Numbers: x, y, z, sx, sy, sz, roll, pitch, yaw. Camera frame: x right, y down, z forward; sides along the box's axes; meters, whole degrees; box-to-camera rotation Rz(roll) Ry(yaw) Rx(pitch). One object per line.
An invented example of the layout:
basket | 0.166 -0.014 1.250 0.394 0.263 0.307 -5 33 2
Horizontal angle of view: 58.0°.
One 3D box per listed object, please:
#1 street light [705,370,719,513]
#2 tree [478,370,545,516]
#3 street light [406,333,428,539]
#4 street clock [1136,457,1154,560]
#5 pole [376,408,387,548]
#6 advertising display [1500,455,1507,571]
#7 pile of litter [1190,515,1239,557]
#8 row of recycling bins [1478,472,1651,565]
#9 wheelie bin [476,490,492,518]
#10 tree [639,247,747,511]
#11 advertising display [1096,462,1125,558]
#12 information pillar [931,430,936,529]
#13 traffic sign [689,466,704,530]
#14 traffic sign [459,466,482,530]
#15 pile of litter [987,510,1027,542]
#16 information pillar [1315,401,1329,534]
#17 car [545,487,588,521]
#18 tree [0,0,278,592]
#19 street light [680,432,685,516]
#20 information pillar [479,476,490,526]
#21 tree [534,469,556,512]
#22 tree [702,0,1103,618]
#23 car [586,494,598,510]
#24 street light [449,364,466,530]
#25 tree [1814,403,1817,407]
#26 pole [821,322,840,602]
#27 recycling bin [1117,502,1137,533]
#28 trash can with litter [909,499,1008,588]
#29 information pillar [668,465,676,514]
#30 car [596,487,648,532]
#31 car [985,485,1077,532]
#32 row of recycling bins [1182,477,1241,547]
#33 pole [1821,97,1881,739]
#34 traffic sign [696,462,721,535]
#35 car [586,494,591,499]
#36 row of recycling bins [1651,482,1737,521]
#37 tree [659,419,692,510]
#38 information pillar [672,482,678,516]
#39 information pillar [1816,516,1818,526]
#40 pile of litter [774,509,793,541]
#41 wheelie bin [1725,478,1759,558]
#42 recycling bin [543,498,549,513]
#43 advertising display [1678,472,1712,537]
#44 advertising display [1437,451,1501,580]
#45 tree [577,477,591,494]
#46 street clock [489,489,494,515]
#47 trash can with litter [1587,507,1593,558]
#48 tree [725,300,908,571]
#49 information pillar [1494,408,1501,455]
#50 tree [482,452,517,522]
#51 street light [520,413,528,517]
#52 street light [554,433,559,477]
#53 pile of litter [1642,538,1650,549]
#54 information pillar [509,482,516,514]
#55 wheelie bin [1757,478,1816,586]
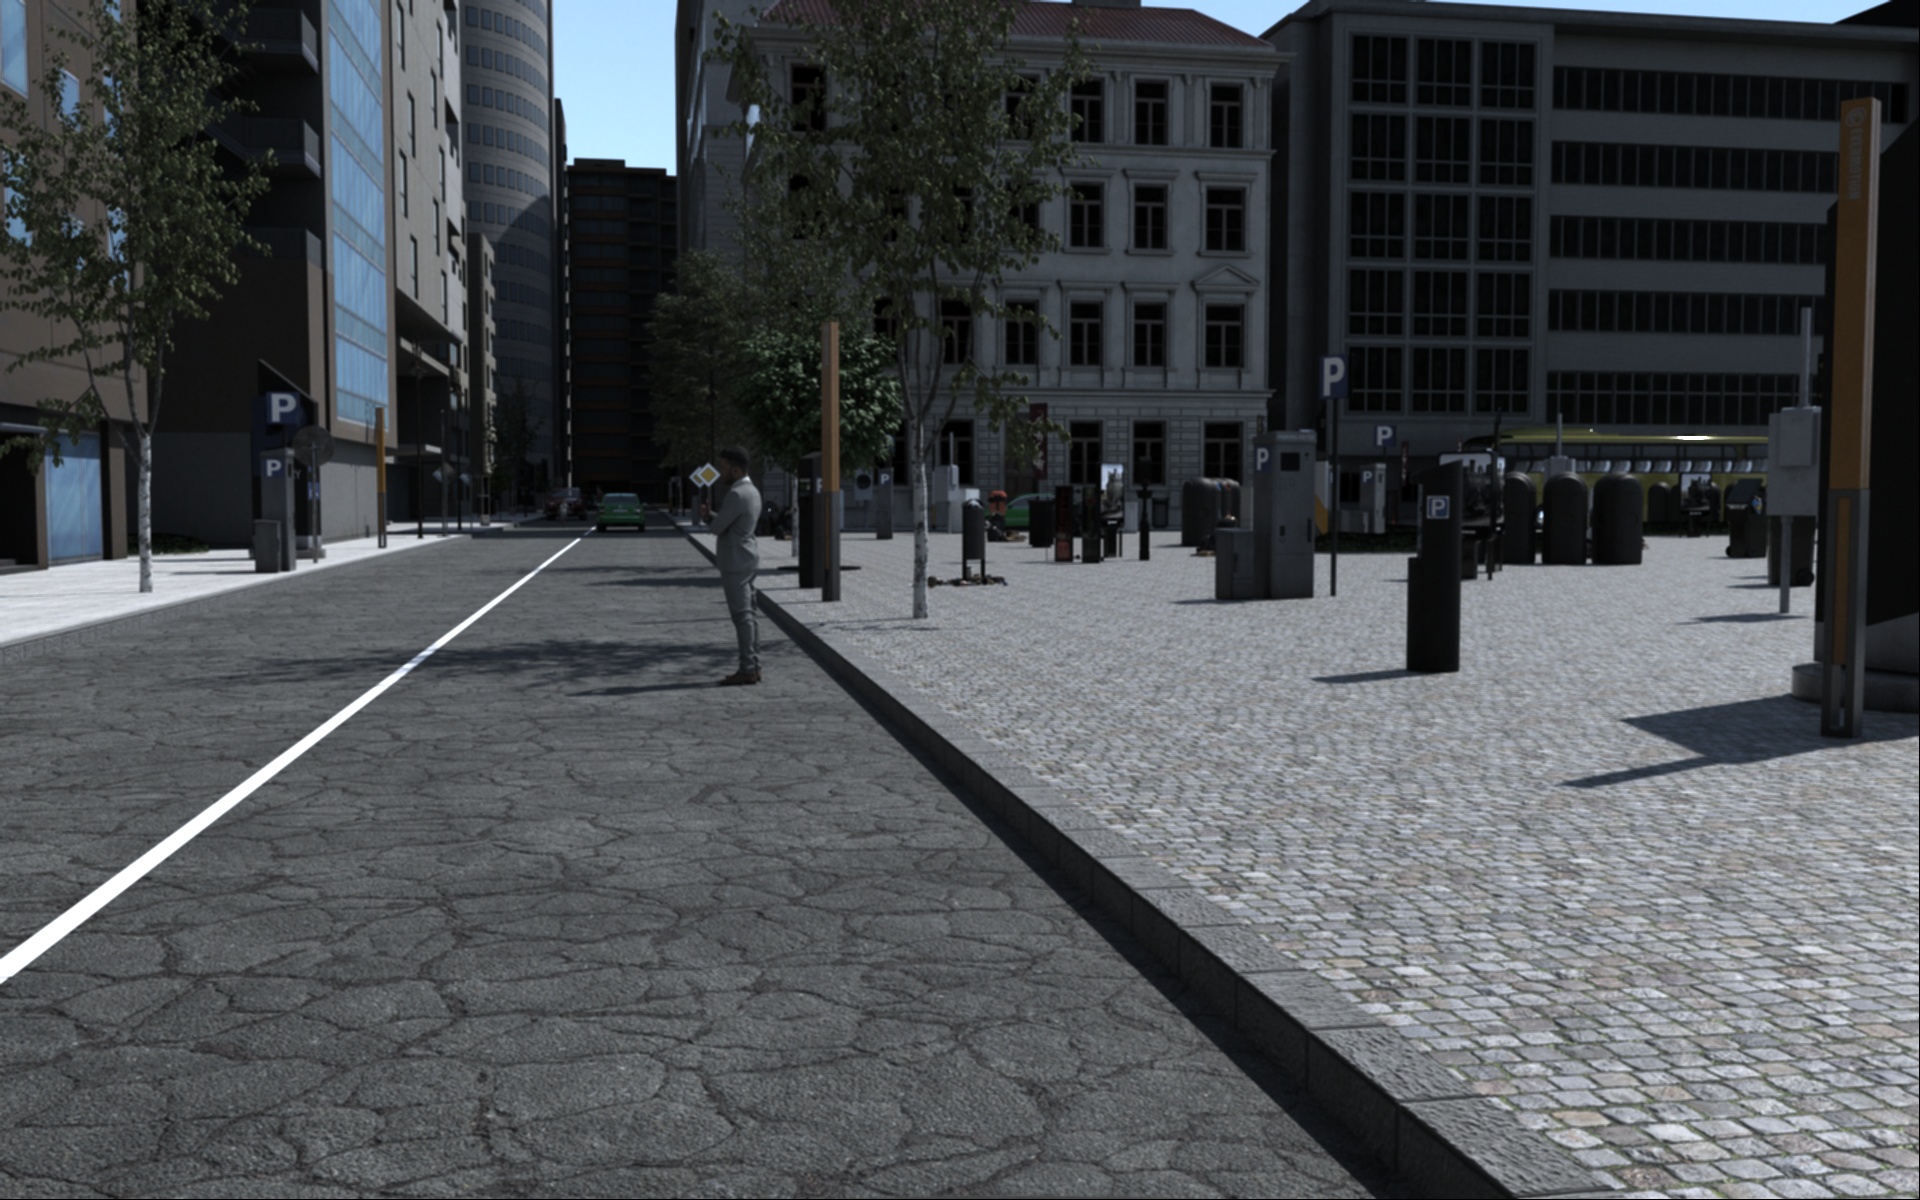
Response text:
street light | -9.196 -5.602 64.385 0.468 5.910 1.993 -1 4 -10
tree | -26.783 -9.361 103.416 4.737 8.622 4.395 0 3 0
street light | -15.593 -4.715 49.879 0.468 5.910 1.993 -1 4 -10
street clock | 3.573 -1.770 33.511 0.358 2.002 0.471 0 4 3
pole | -13.709 -2.885 41.021 0.158 3.312 0.155 0 3 0
advertising display | 8.786 -1.421 28.442 0.123 1.923 0.974 2 4 30
pile of litter | 5.631 -1.339 35.854 1.719 0.858 1.176 0 4 8
row of recycling bins | 10.740 -1.523 32.019 3.534 1.692 1.069 1 4 14
wheelie bin | -25.852 -5.265 93.985 0.693 1.594 0.980 0 4 3
tree | -11.419 -9.913 80.210 7.486 12.596 7.792 0 3 0
advertising display | 3.033 -1.820 34.971 0.123 1.923 0.974 2 4 35
information pillar | -0.963 -4.411 63.482 0.183 3.616 0.504 0 3 0
traffic sign | -9.399 -3.605 62.578 0.795 2.450 0.064 -1 4 -10
traffic sign | -17.263 -3.517 61.147 0.795 2.450 0.064 -1 4 -10
pile of litter | 1.273 -2.015 46.912 1.176 0.858 1.719 2 4 24
information pillar | 9.151 -3.204 43.743 0.183 3.616 0.504 -1 4 -20
car | -21.539 -5.276 94.942 2.281 1.827 5.304 -1 4 -10
tree | -10.794 -4.416 22.567 4.737 8.622 4.395 0 3 0
street light | -16.052 -7.805 100.404 0.468 5.910 1.993 -1 4 -10
information pillar | -18.977 -3.954 69.146 0.304 2.012 0.304 -3 4 -36
tree | -30.035 -7.903 123.821 1.663 3.219 1.824 0 3 0
tree | -0.434 -4.103 17.440 4.737 8.622 4.395 0 3 0
car | -32.383 -8.840 154.327 2.009 1.686 4.222 -1 4 -9
street light | -17.823 -5.427 61.515 0.468 5.910 1.993 -1 4 -10
tree | 24.647 -3.868 46.954 4.285 4.588 4.351 0 3 0
pole | -1.543 -1.639 20.647 0.158 3.312 0.155 0 3 0
recycling bin | 5.453 -2.709 56.846 0.722 1.027 0.722 0 4 6
trash can with litter | -0.101 -0.828 24.591 1.678 1.210 2.233 2 4 32
information pillar | -18.877 -7.471 113.501 0.504 3.616 0.183 -1 4 -13
car | -12.969 -3.520 66.354 1.959 1.807 4.718 -1 4 -10
car | 2.285 -3.139 60.124 4.718 1.807 1.959 -1 4 -9
row of recycling bins | 6.318 -2.237 43.693 1.069 1.692 3.534 1 4 22
pole | 4.671 -0.932 9.079 0.158 3.312 0.155 0 3 0
traffic sign | -7.944 -3.124 54.726 0.795 2.450 0.064 -1 4 -10
car | -35.113 -9.504 167.186 2.131 1.459 4.920 -1 4 -10
row of recycling bins | 24.972 -3.153 58.667 1.069 1.692 3.534 -3 5 -39
tree | -22.579 -11.659 140.982 4.360 8.622 3.978 0 3 0
information pillar | -16.670 -5.916 101.226 0.304 2.012 0.304 0 4 3
information pillar | 34.876 -4.044 70.618 0.304 2.012 0.304 1 4 12
pile of litter | -4.486 -2.112 48.497 1.719 0.858 1.176 -3 4 -37
wheelie bin | 15.977 -1.662 35.089 0.693 1.594 0.980 -1 4 -18
recycling bin | -28.346 -6.544 119.545 0.722 1.027 0.722 0 4 6
advertising display | 21.826 -2.829 51.461 0.974 1.923 0.123 0 4 -5
advertising display | 7.623 -1.277 26.090 0.123 1.923 0.974 -3 5 -41
tree | -43.609 -12.629 201.091 1.663 3.219 1.824 0 3 0
street clock | -29.214 -6.321 107.921 0.358 2.002 0.471 -3 5 -41
trash can with litter | 12.866 -1.432 34.808 1.055 1.170 0.624 -3 5 -40
tree | -2.373 -2.805 29.567 4.285 4.588 4.351 0 3 0
information pillar | 14.565 -3.402 46.983 0.183 3.616 0.504 2 4 28
tree | -21.311 -5.204 79.690 1.663 3.219 1.824 0 3 0
street light | -24.313 -7.581 96.742 0.468 5.910 1.993 -1 4 -10
street light | -30.722 -9.725 131.786 0.468 5.910 1.993 -1 4 -10
pile of litter | 15.441 -1.604 40.190 1.719 0.858 1.176 -2 4 -29
information pillar | -28.219 -6.400 109.138 0.304 2.012 0.304 1 4 16
wheelie bin | 11.686 -1.007 24.376 0.693 1.594 0.980 1 4 20
